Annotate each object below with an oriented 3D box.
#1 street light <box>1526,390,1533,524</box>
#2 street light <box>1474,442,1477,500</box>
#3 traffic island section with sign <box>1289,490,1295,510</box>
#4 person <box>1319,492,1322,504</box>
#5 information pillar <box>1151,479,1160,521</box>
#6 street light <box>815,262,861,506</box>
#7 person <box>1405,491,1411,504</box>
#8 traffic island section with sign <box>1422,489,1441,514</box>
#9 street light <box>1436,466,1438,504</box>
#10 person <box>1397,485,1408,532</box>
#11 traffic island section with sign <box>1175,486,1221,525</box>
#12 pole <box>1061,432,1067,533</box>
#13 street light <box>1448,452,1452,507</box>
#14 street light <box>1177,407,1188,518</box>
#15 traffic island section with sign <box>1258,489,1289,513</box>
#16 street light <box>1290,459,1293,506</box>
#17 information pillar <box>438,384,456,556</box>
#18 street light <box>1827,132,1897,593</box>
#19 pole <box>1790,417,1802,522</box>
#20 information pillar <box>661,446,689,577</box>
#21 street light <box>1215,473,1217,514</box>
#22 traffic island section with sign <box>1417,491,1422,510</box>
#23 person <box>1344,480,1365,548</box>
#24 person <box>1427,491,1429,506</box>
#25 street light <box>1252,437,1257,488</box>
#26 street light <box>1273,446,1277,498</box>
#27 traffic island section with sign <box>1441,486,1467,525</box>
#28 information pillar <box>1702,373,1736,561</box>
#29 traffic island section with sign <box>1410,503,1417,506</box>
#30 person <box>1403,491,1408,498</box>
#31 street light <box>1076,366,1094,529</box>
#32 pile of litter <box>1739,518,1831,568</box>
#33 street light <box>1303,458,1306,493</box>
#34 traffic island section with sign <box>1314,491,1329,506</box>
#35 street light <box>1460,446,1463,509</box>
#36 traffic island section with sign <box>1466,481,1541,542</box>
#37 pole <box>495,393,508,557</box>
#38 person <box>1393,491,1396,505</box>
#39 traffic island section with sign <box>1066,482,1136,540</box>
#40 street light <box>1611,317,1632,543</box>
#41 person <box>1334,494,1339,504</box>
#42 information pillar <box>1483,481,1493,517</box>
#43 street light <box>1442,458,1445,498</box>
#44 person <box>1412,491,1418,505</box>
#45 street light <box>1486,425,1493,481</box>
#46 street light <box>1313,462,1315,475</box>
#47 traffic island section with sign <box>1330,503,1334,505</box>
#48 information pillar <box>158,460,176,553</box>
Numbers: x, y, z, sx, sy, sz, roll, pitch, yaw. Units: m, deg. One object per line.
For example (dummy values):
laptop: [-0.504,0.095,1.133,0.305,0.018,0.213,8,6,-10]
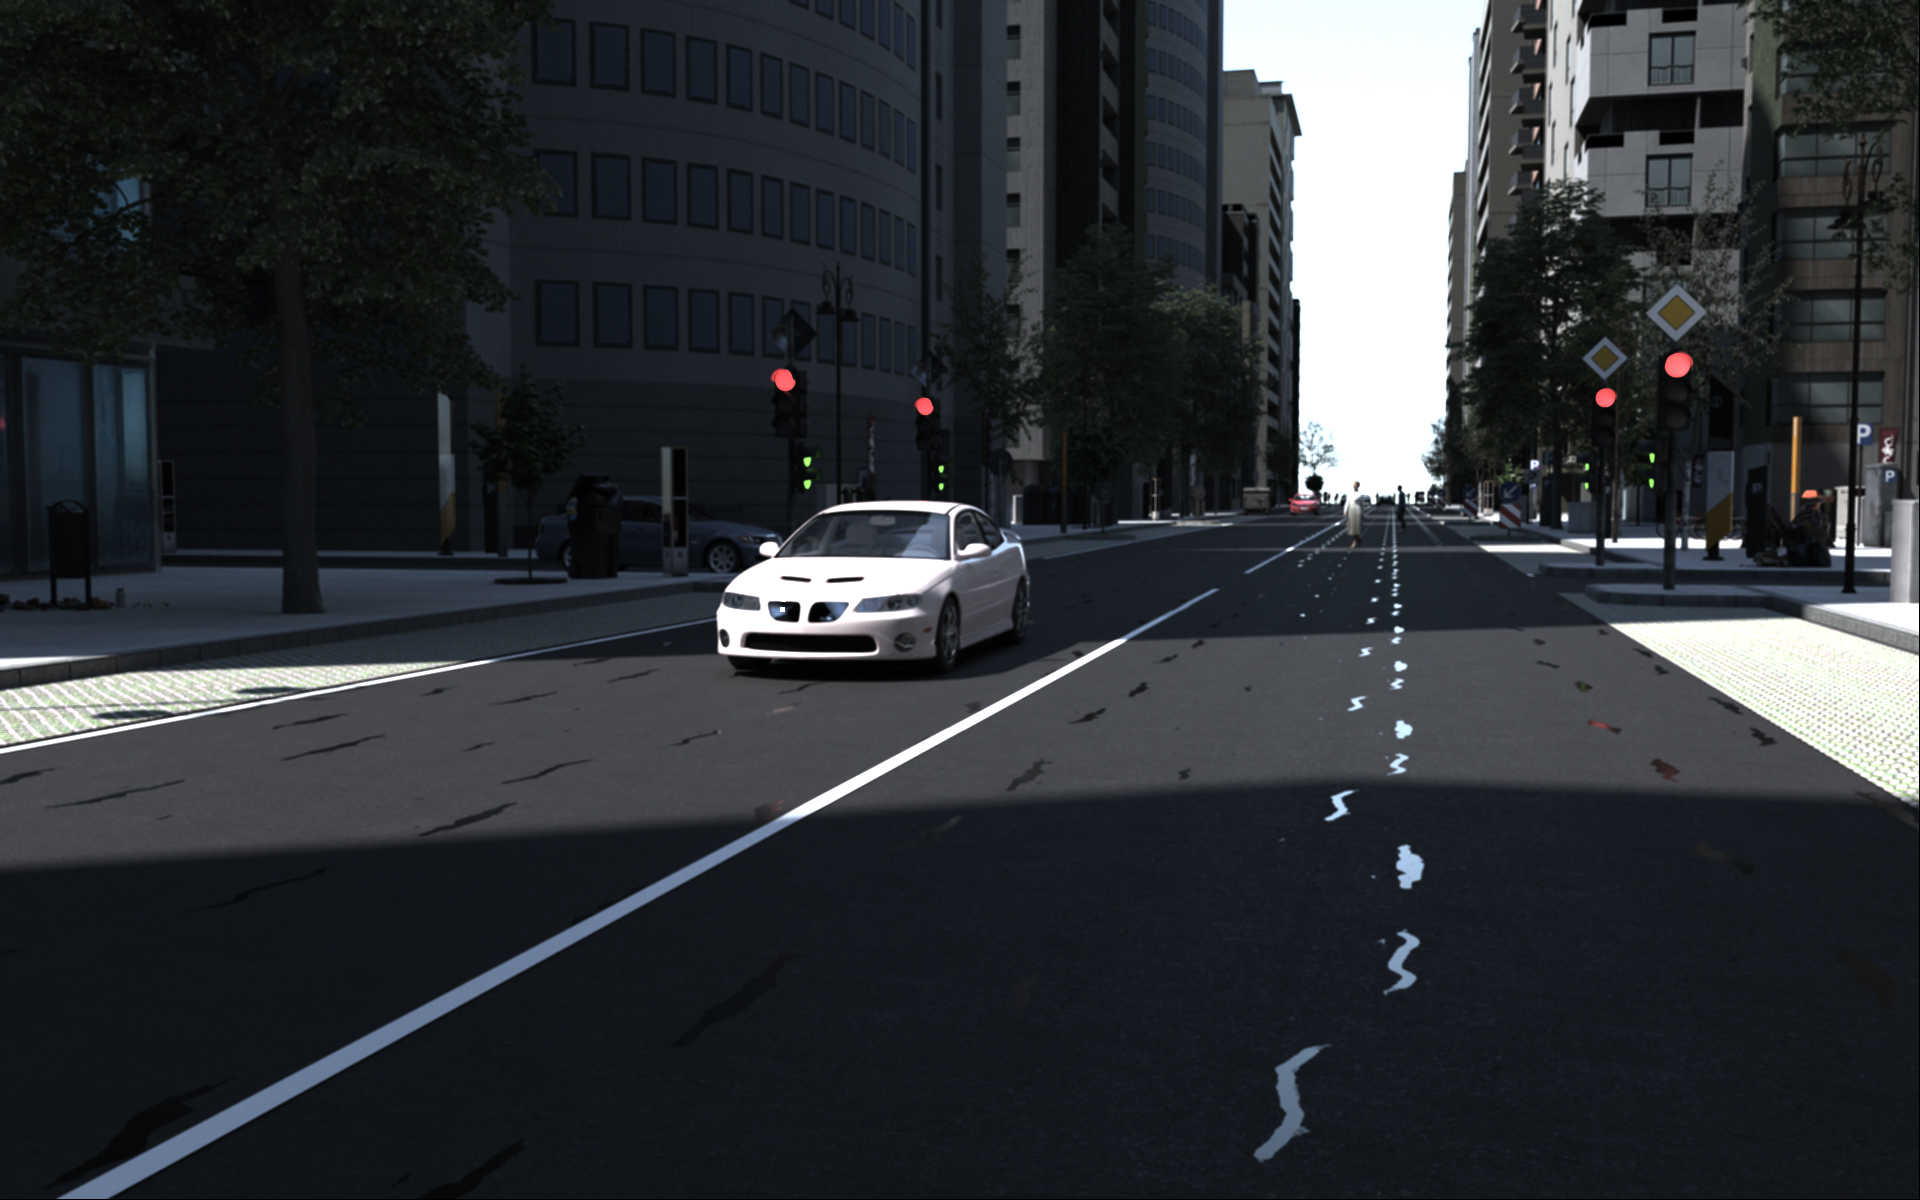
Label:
street light: [24.240,-6.174,73.738,0.468,5.910,1.993,1,4,14]
street light: [35.885,-9.022,120.298,0.468,5.910,1.993,1,4,14]
traffic island section with sign: [30.135,-9.085,157.172,1.989,1.847,2.006,1,4,14]
person: [48.453,-13.670,232.669,0.621,1.740,0.551,-1,4,-17]
information pillar: [9.231,-4.734,81.900,0.304,2.012,0.304,3,5,45]
street light: [-2.426,-3.782,34.623,0.468,5.910,1.993,1,4,14]
person: [64.564,-14.728,249.400,0.705,1.812,1.348,-2,4,-29]
traffic island section with sign: [35.117,-7.235,126.925,1.989,1.847,2.006,1,4,14]
street light: [62.615,-15.558,227.153,0.468,5.910,1.993,1,4,14]
person: [16.865,-3.497,66.018,0.444,1.785,0.601,1,4,15]
traffic island section with sign: [11.260,-4.466,81.640,1.989,1.847,2.006,1,4,14]
pole: [3.408,-3.854,56.852,0.158,3.312,0.155,0,3,0]
street light: [50.131,-12.508,177.294,0.468,5.910,1.993,1,4,14]
street light: [11.692,-7.238,91.124,0.468,5.910,1.993,1,4,14]
traffic island section with sign: [23.534,-7.467,130.714,1.989,1.847,2.006,1,4,14]
street light: [36.266,-13.271,189.763,0.468,5.910,1.993,1,4,14]
information pillar: [-10.675,-2.731,36.002,0.504,3.616,0.183,3,5,43]
street light: [11.540,-3.029,22.308,0.468,5.910,1.993,1,4,14]
pole: [22.083,-3.175,45.759,0.158,3.312,0.155,0,3,0]
information pillar: [-4.434,-1.373,26.935,0.304,2.012,0.304,-3,5,-40]
street light: [16.097,-8.326,108.914,0.468,5.910,1.993,1,4,14]
traffic island section with sign: [41.842,-8.881,153.834,1.989,1.847,2.006,1,4,14]
person: [10.574,-2.295,46.250,0.641,1.798,0.478,-3,5,-42]
person: [54.994,-11.921,203.413,0.705,1.824,1.348,0,4,5]
street light: [23.154,-10.045,137.019,0.468,5.910,1.993,1,4,14]
street light: [30.106,-11.783,165.436,0.468,5.910,1.993,1,4,14]
traffic island section with sign: [23.273,-4.334,79.488,1.989,1.847,2.006,1,4,14]
information pillar: [14.661,-2.572,33.413,0.183,3.616,0.504,-3,5,-41]
traffic island section with sign: [55.204,-12.150,207.271,1.989,1.847,2.006,1,4,14]
person: [60.296,-13.879,235.437,1.348,1.822,0.705,3,5,43]
street light: [4.518,-5.494,62.620,0.468,5.910,1.993,1,4,14]
pile of litter: [14.608,-1.018,30.610,1.719,0.858,1.176,0,4,3]
street light: [43.373,-15.005,218.115,0.468,5.910,1.993,1,4,14]
traffic island section with sign: [43.561,-12.373,210.923,1.989,1.847,2.006,1,4,14]
street light: [43.132,-10.770,148.871,0.468,5.910,1.993,1,4,14]
traffic island section with sign: [16.609,-2.702,52.812,1.989,1.847,2.006,1,4,14]
pole: [-9.317,-2.528,35.183,0.158,3.312,0.155,0,3,0]
person: [59.274,-13.946,236.484,0.705,1.831,1.348,0,4,6]
traffic island section with sign: [4.494,-2.808,54.537,1.989,1.847,2.006,1,4,14]
street light: [17.187,-4.433,45.274,0.468,5.910,1.993,1,4,14]
person: [52.417,-14.037,241.239,0.697,1.427,0.421,1,4,22]
information pillar: [30.458,-5.849,100.130,0.304,2.012,0.304,2,4,29]
street light: [55.602,-13.846,199.174,0.468,5.910,1.993,1,4,14]
person: [55.061,-12.278,209.205,0.705,1.831,1.348,3,5,42]
street light: [31.374,-7.932,102.478,0.468,5.910,1.993,1,4,14]
street light: [50.447,-16.755,246.734,0.468,5.910,1.993,1,4,14]
traffic island section with sign: [50.182,-13.992,237.392,1.989,1.847,2.006,1,4,14]
information pillar: [-17.215,-2.020,37.524,0.304,2.012,0.304,3,5,43]
